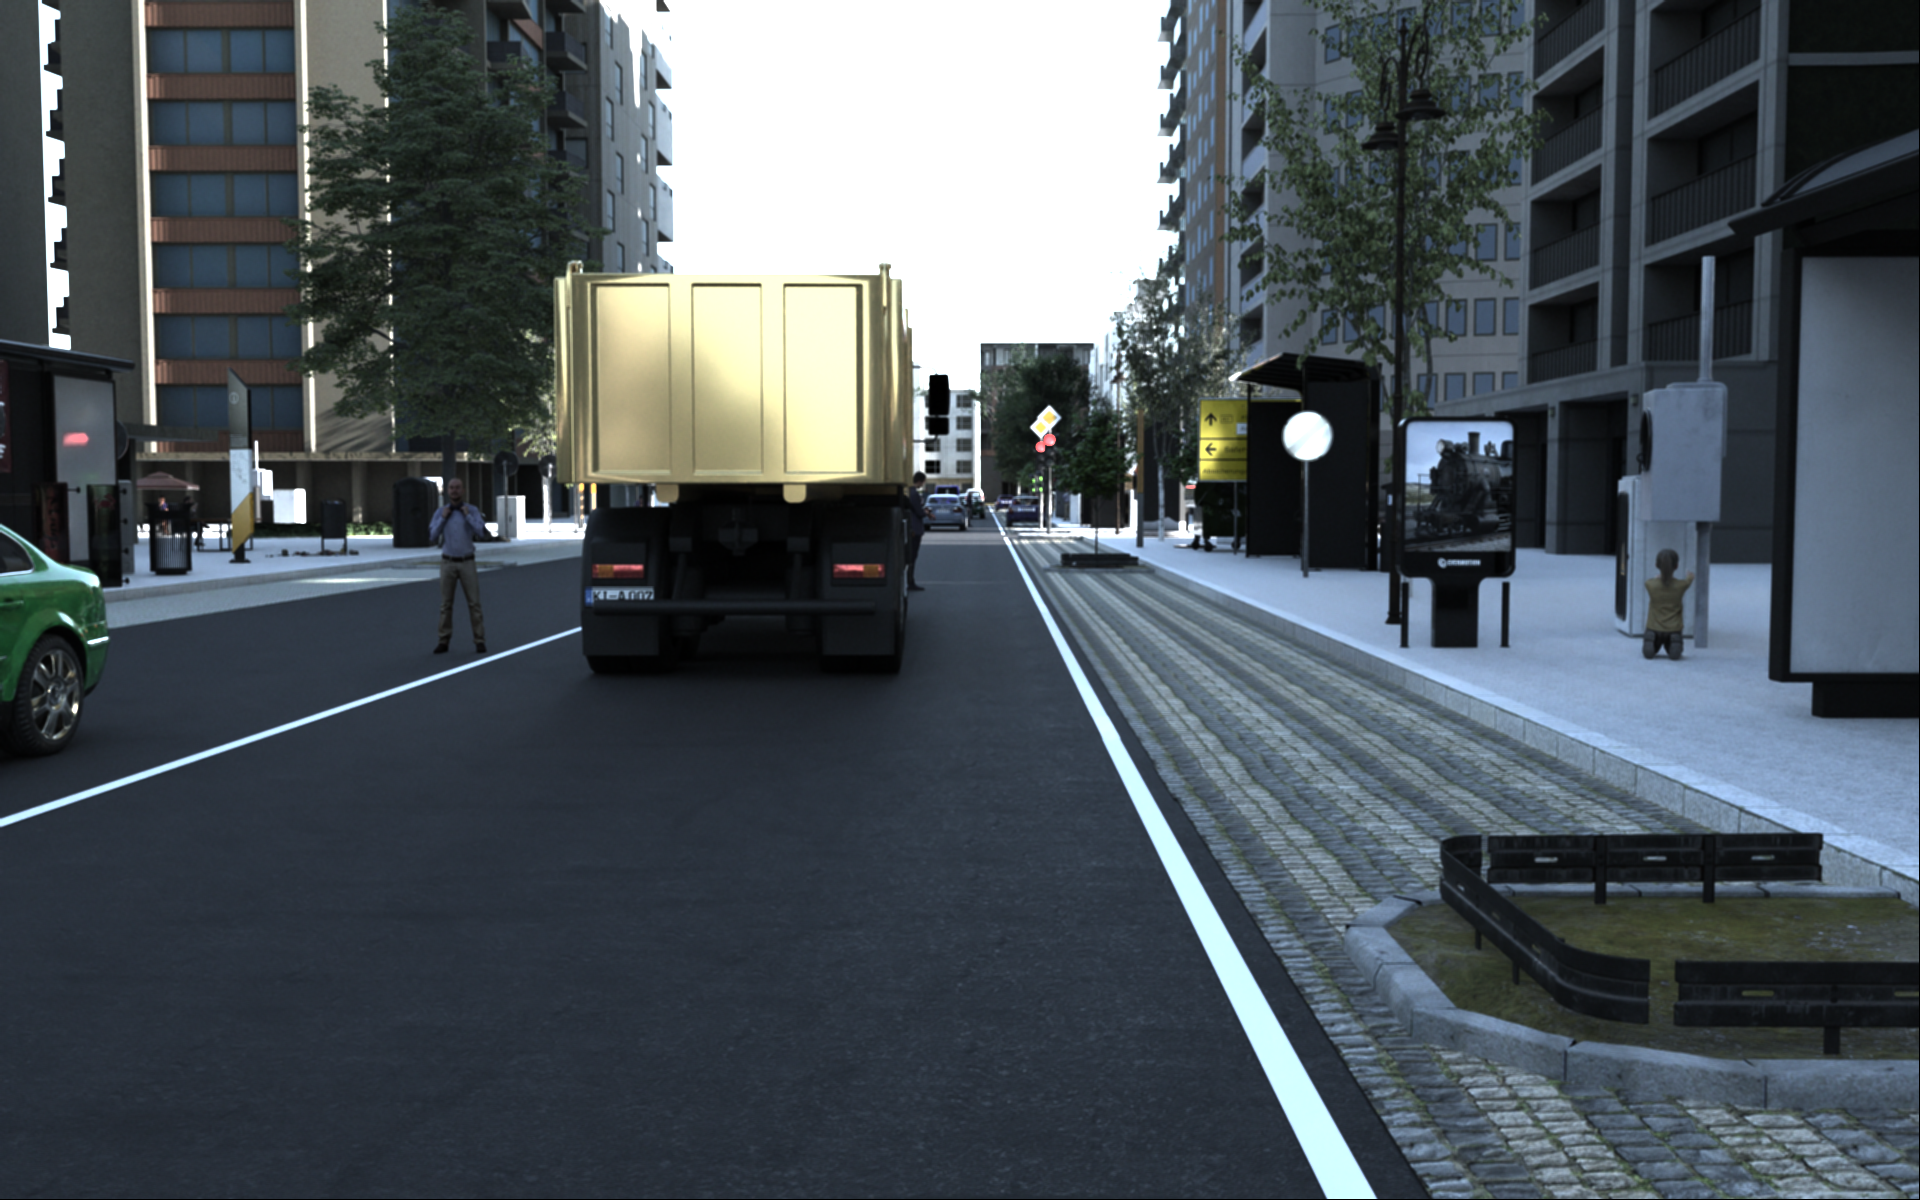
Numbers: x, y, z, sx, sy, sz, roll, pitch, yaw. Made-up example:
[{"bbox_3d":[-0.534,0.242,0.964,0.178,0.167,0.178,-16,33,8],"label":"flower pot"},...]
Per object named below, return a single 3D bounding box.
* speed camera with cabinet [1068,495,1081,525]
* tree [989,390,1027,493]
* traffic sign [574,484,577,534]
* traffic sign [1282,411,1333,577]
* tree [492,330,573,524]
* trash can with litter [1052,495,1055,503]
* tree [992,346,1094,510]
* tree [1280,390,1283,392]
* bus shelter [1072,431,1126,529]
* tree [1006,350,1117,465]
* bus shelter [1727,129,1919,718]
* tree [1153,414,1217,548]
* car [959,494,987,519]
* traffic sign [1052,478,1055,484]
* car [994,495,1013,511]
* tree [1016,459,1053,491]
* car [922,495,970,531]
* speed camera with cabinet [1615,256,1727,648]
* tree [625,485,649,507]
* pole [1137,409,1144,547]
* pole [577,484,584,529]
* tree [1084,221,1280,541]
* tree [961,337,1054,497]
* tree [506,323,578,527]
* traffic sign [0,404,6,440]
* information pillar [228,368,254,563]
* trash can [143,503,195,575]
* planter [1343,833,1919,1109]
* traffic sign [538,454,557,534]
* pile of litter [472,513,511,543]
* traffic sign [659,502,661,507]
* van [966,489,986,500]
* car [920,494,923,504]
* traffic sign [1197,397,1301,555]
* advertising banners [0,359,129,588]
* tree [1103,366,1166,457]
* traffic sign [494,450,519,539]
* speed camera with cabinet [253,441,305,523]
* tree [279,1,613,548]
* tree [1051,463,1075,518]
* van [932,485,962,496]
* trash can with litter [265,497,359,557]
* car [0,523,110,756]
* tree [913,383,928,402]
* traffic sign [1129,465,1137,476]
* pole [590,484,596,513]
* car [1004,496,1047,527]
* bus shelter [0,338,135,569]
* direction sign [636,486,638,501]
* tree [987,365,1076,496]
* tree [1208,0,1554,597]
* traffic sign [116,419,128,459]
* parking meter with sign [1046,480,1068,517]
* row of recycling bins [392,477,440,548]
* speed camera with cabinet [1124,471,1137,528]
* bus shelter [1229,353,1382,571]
[{"bbox_3d":[5.625,-4.843,73.522,2.038,3.252,0.660,-2,4,-35],"label":"speed camera with cabinet"},{"bbox_3d":[6.729,-16.337,185.239,7.486,12.596,7.792,0,3,0],"label":"tree"},{"bbox_3d":[-12.269,-3.372,55.241,0.768,2.556,0.104,0,4,5],"label":"traffic sign"},{"bbox_3d":[5.332,-1.622,26.634,0.768,2.556,0.104,0,4,8],"label":"traffic sign"},{"bbox_3d":[-17.552,-7.492,72.851,4.737,8.622,4.395,0,3,0],"label":"tree"},{"bbox_3d":[7.058,-7.737,137.883,0.624,1.170,1.055,-3,5,-40],"label":"trash can with litter"},{"bbox_3d":[6.053,-11.950,121.142,9.928,11.665,9.643,0,3,0],"label":"tree"},{"bbox_3d":[9.961,-7.081,66.144,4.360,8.622,3.978,0,3,0],"label":"tree"},{"bbox_3d":[5.328,-4.614,66.726,1.731,3.624,6.357,0,4,1],"label":"bus shelter"},{"bbox_3d":[6.707,-10.805,111.071,8.767,10.594,7.601,3,4,38],"label":"tree"},{"bbox_3d":[5.437,-0.822,7.368,2.014,3.302,5.546,0,4,1],"label":"bus shelter"},{"bbox_3d":[5.725,-2.859,41.343,1.663,3.219,1.824,0,3,0],"label":"tree"},{"bbox_3d":[0.543,-5.534,102.286,2.131,1.459,4.920,0,4,-1],"label":"car"},{"bbox_3d":[7.530,-8.248,134.953,0.768,2.556,0.104,0,4,7],"label":"traffic sign"},{"bbox_3d":[3.790,-8.054,144.267,1.945,1.354,3.894,0,4,-1],"label":"car"},{"bbox_3d":[6.852,-10.624,157.419,4.285,4.588,4.351,0,3,0],"label":"tree"},{"bbox_3d":[-0.620,-3.486,68.991,2.014,1.417,4.499,0,4,1],"label":"car"},{"bbox_3d":[6.214,-1.278,15.223,0.660,3.252,2.038,1,4,14],"label":"speed camera with cabinet"},{"bbox_3d":[-16.038,-8.148,83.586,4.737,8.622,4.395,0,3,0],"label":"tree"},{"bbox_3d":[4.347,-2.929,41.727,0.158,3.312,0.155,0,3,0],"label":"pole"},{"bbox_3d":[-13.956,-4.271,63.668,0.158,3.312,0.155,0,3,0],"label":"pole"},{"bbox_3d":[5.579,-5.884,46.570,4.360,8.622,3.978,0,3,0],"label":"tree"},{"bbox_3d":[6.441,-21.766,211.766,12.611,20.169,13.585,0,3,0],"label":"tree"},{"bbox_3d":[-16.132,-7.177,67.713,4.360,8.622,3.978,0,3,0],"label":"tree"},{"bbox_3d":[-11.994,-1.284,21.102,0.768,2.556,0.104,0,4,4],"label":"traffic sign"},{"bbox_3d":[-13.349,-2.495,32.142,0.504,3.616,0.183,2,4,24],"label":"information pillar"},{"bbox_3d":[-12.539,-0.969,27.498,0.748,1.137,0.748,0,3,0],"label":"trash can"},{"bbox_3d":[2.181,0.988,4.992,1.991,0.319,1.994,0,4,1],"label":"planter"},{"bbox_3d":[-13.073,-3.369,55.186,0.768,2.556,0.104,1,4,8],"label":"traffic sign"},{"bbox_3d":[-12.701,-1.979,46.323,1.176,0.858,1.719,-2,4,-33],"label":"pile of litter"},{"bbox_3d":[-12.354,-4.351,71.247,0.768,2.556,0.104,0,4,5],"label":"traffic sign"},{"bbox_3d":[1.217,-8.745,149.998,2.013,2.044,4.112,0,4,0],"label":"van"},{"bbox_3d":[-4.014,-9.149,158.623,2.155,1.783,4.494,0,4,1],"label":"car"},{"bbox_3d":[6.149,-2.609,36.533,2.265,3.308,0.079,0,4,5],"label":"traffic sign"},{"bbox_3d":[-12.094,-1.643,23.051,0.090,3.025,2.074,2,4,32],"label":"advertising banners"},{"bbox_3d":[10.929,-9.113,99.360,4.737,8.622,4.395,0,3,0],"label":"tree"},{"bbox_3d":[-13.015,-3.031,49.655,0.768,2.556,0.104,1,4,10],"label":"traffic sign"},{"bbox_3d":[-25.537,-4.302,64.680,2.038,3.252,0.660,1,4,13],"label":"speed camera with cabinet"},{"bbox_3d":[-12.224,-7.523,41.127,7.486,12.596,7.792,0,3,0],"label":"tree"},{"bbox_3d":[5.817,-5.939,91.697,1.663,3.219,1.824,0,3,0],"label":"tree"},{"bbox_3d":[-0.931,-7.397,125.326,2.240,2.365,5.245,0,4,-1],"label":"van"},{"bbox_3d":[-13.502,-1.536,36.170,1.678,1.210,2.233,3,5,45],"label":"trash can with litter"},{"bbox_3d":[-5.862,0.040,8.149,1.959,1.807,4.718,0,4,1],"label":"car"},{"bbox_3d":[-9.389,-21.124,201.261,12.611,20.169,13.585,0,3,0],"label":"tree"},{"bbox_3d":[7.300,-4.342,70.726,0.795,2.593,0.064,0,4,4],"label":"traffic sign"},{"bbox_3d":[-13.616,-4.304,64.216,0.158,3.312,0.155,0,3,0],"label":"pole"},{"bbox_3d":[2.882,-3.864,75.757,1.945,1.354,3.894,0,4,1],"label":"car"},{"bbox_3d":[-13.825,-2.732,22.302,2.179,5.291,8.768,0,4,1],"label":"bus shelter"},{"bbox_3d":[-12.480,-4.578,66.841,0.876,3.537,0.379,2,4,27],"label":"direction sign"},{"bbox_3d":[7.361,-16.298,173.121,9.857,13.997,8.962,0,3,0],"label":"tree"},{"bbox_3d":[5.325,-4.337,21.274,4.737,8.622,4.395,0,3,0],"label":"tree"},{"bbox_3d":[-13.967,-1.725,28.311,0.768,2.556,0.104,0,4,4],"label":"traffic sign"},{"bbox_3d":[5.631,-6.071,95.528,1.738,3.016,0.543,0,4,7],"label":"parking meter with sign"},{"bbox_3d":[-13.452,-2.190,42.925,1.069,1.692,3.534,-1,4,-13],"label":"row of recycling bins"},{"bbox_3d":[6.685,-4.333,65.175,0.660,3.252,2.038,0,4,-8],"label":"speed camera with cabinet"},{"bbox_3d":[6.245,-2.483,31.883,1.731,3.624,6.357,0,4,1],"label":"bus shelter"}]
